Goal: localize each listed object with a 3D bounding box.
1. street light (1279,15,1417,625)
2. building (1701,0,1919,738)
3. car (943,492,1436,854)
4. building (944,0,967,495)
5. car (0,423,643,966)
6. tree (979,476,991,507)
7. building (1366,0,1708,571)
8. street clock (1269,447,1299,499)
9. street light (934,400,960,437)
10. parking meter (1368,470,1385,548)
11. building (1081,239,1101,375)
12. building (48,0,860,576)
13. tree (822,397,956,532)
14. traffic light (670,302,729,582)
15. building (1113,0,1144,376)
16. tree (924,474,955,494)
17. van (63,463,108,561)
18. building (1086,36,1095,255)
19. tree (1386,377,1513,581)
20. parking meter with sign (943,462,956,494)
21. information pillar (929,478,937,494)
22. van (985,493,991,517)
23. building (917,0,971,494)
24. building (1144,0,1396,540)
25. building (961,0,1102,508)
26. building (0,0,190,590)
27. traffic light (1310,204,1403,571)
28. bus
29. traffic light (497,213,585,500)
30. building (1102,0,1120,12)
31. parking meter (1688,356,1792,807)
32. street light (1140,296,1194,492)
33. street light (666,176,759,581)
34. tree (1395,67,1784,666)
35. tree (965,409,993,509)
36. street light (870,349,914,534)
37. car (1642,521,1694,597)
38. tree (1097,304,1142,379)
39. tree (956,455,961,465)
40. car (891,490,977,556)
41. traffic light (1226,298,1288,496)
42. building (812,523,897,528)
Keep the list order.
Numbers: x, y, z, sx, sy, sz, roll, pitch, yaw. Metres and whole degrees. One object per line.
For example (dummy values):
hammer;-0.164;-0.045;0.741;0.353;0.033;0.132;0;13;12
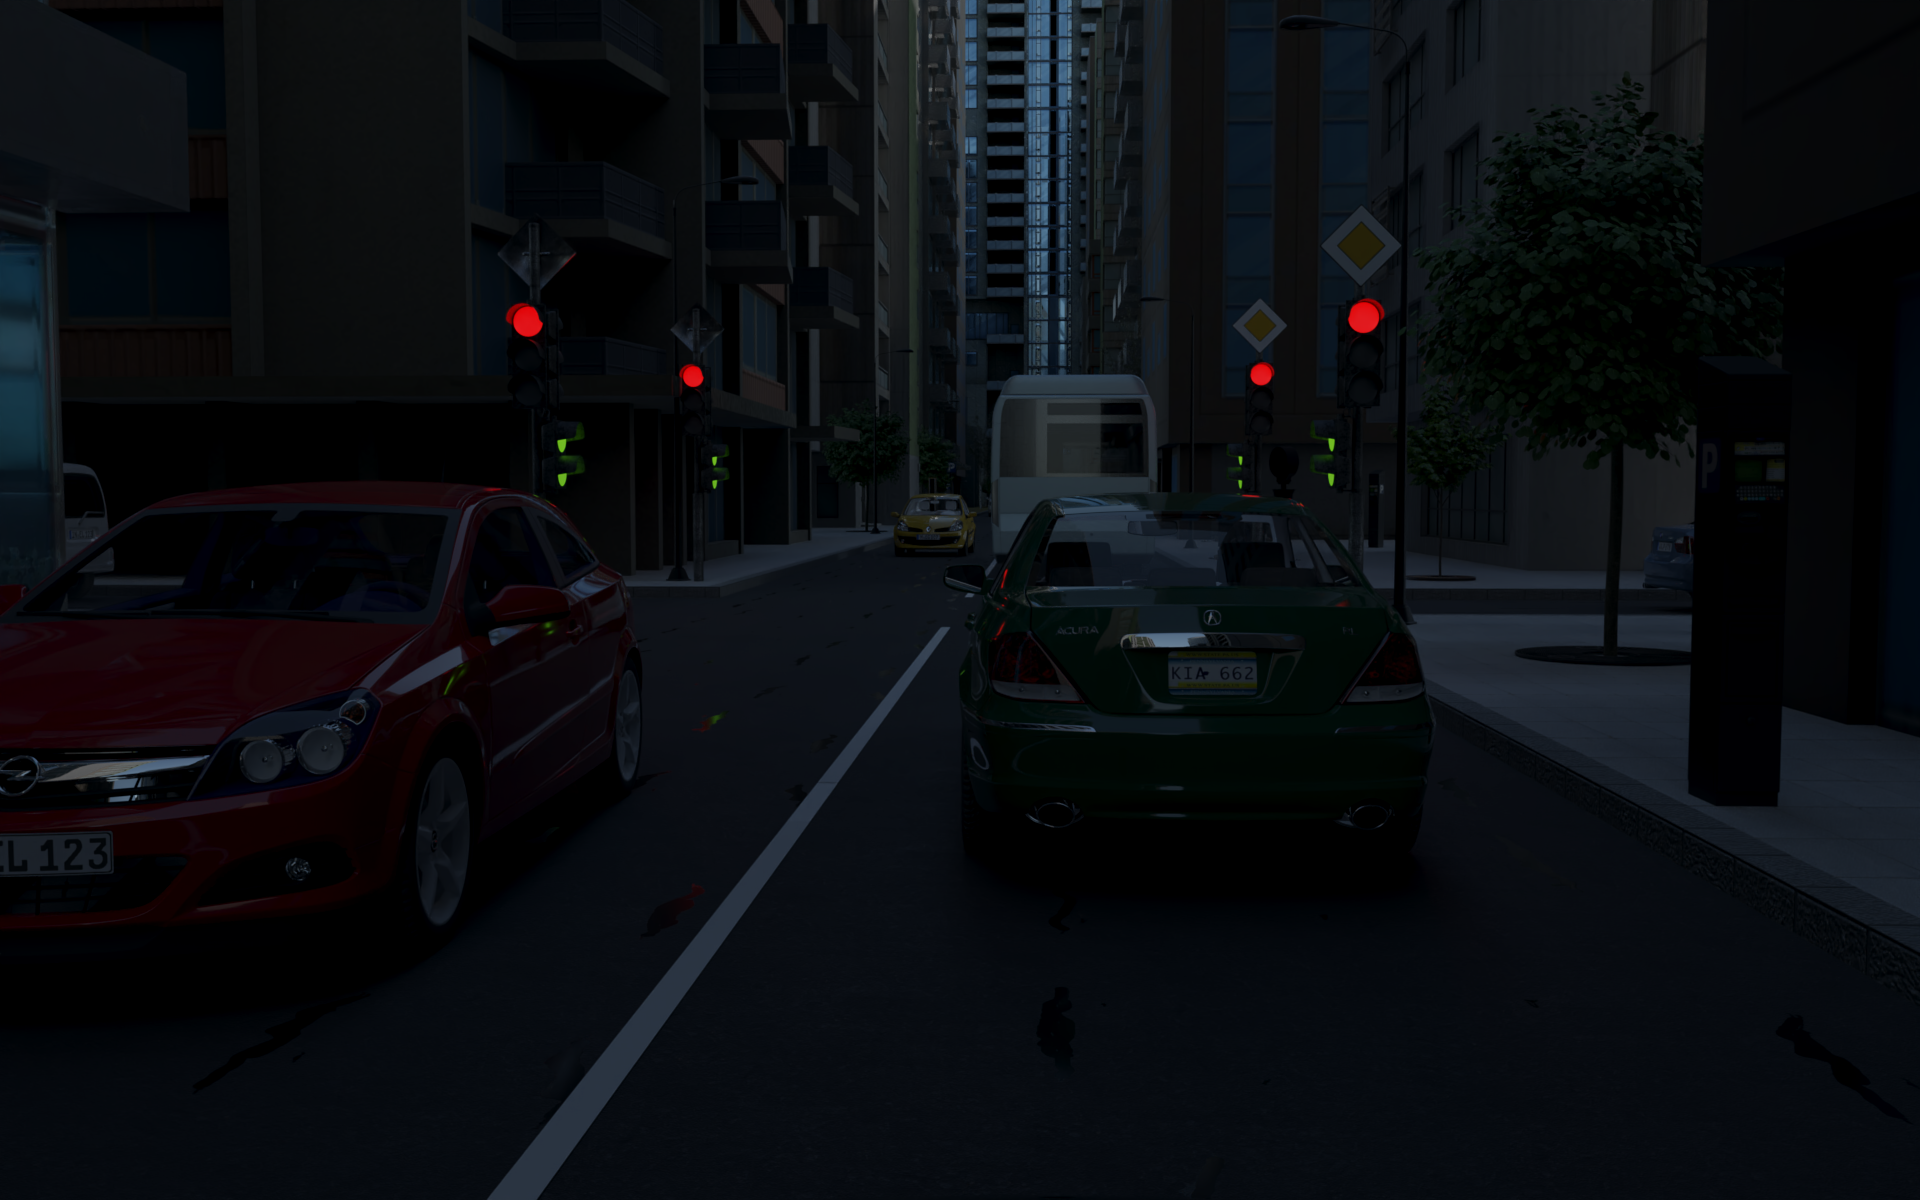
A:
street light;3.800;-2.717;16.967;1.470;5.913;1.316;0;4;3
building;11.184;-21.536;2.228;14.600;45.320;14.200;0;4;3
car;0.956;0.211;8.346;2.131;1.459;4.920;0;4;2
building;-6.788;-29.890;138.805;14.600;45.320;14.200;0;4;3
car;-2.474;0.140;6.758;2.155;1.783;4.494;0;4;1
tree;3.218;-10.950;173.638;1.663;3.219;1.824;0;3;0
building;15.643;-21.227;30.648;14.086;41.232;14.154;0;4;3
street clock;4.940;-1.339;26.460;0.358;2.002;0.471;-2;4;-25
street light;-0.723;-6.902;85.390;1.470;5.913;1.316;0;4;3
parking meter;9.950;-2.183;41.402;0.255;1.863;0.399;3;4;37
building;23.281;-17.523;131.533;27.650;21.520;28.899;0;4;3
building;-14.124;-23.493;38.742;22.147;44.769;28.867;0;4;3
tree;-3.214;-4.593;58.817;4.285;4.588;4.351;0;3;0
traffic light;-3.823;-2.227;25.340;0.839;4.253;0.868;0;4;3
building;18.898;-28.377;83.571;23.786;49.044;30.456;0;4;3
tree;-1.113;-5.839;90.072;1.663;3.219;1.824;0;3;0
van;-13.537;-0.977;22.983;4.112;2.044;2.013;0;4;5
building;19.209;-31.628;167.224;14.600;45.320;14.200;0;4;3
tree;7.128;-1.918;25.962;1.663;3.219;1.824;0;3;0
parking meter with sign;-0.724;-6.101;96.010;0.543;3.016;1.738;-1;4;-15
information pillar;-1.227;-4.519;78.385;0.304;2.012;0.304;1;4;11
van;2.636;-6.302;110.044;2.013;2.044;4.112;0;4;2
building;-11.477;-30.351;115.851;23.786;49.044;30.456;0;4;3
building;13.039;-24.682;53.668;14.600;45.320;14.200;0;4;3
building;8.262;-53.825;192.715;31.000;86.520;22.319;0;4;3
building;-20.683;-23.521;4.174;30.456;49.044;23.786;0;4;3
traffic light;3.878;-1.716;16.976;0.839;4.253;0.868;0;4;3
bus;2.150;-2.354;33.350;2.948;3.499;13.247;0;4;3
traffic light;-4.223;-1.740;17.365;0.839;4.253;0.868;0;4;3
building;15.915;-26.063;109.719;14.154;41.232;14.086;0;4;3
parking meter;3.235;-0.091;7.195;0.255;1.863;0.399;0;4;2
street light;4.918;-4.175;40.805;1.470;5.913;1.316;0;4;3
street light;-3.632;-3.237;25.460;1.470;5.913;1.316;0;4;3
tree;5.114;-1.814;13.372;4.285;4.588;4.351;0;3;0
tree;2.067;-12.286;151.235;4.360;8.622;3.978;0;3;0
street light;-2.183;-5.078;55.563;1.470;5.913;1.316;0;4;3
car;10.747;-0.555;21.072;4.499;1.417;2.014;0;4;4
tree;7.176;-7.084;66.184;4.360;8.622;3.978;0;3;0
tree;-1.676;-5.978;81.450;4.285;4.588;4.351;0;3;0
car;-0.574;-1.889;41.102;2.015;1.641;3.980;0;4;4
traffic light;4.278;-2.204;24.951;0.839;4.253;0.868;0;4;3
building;-9.143;-23.515;68.059;14.154;41.232;14.086;0;4;3
